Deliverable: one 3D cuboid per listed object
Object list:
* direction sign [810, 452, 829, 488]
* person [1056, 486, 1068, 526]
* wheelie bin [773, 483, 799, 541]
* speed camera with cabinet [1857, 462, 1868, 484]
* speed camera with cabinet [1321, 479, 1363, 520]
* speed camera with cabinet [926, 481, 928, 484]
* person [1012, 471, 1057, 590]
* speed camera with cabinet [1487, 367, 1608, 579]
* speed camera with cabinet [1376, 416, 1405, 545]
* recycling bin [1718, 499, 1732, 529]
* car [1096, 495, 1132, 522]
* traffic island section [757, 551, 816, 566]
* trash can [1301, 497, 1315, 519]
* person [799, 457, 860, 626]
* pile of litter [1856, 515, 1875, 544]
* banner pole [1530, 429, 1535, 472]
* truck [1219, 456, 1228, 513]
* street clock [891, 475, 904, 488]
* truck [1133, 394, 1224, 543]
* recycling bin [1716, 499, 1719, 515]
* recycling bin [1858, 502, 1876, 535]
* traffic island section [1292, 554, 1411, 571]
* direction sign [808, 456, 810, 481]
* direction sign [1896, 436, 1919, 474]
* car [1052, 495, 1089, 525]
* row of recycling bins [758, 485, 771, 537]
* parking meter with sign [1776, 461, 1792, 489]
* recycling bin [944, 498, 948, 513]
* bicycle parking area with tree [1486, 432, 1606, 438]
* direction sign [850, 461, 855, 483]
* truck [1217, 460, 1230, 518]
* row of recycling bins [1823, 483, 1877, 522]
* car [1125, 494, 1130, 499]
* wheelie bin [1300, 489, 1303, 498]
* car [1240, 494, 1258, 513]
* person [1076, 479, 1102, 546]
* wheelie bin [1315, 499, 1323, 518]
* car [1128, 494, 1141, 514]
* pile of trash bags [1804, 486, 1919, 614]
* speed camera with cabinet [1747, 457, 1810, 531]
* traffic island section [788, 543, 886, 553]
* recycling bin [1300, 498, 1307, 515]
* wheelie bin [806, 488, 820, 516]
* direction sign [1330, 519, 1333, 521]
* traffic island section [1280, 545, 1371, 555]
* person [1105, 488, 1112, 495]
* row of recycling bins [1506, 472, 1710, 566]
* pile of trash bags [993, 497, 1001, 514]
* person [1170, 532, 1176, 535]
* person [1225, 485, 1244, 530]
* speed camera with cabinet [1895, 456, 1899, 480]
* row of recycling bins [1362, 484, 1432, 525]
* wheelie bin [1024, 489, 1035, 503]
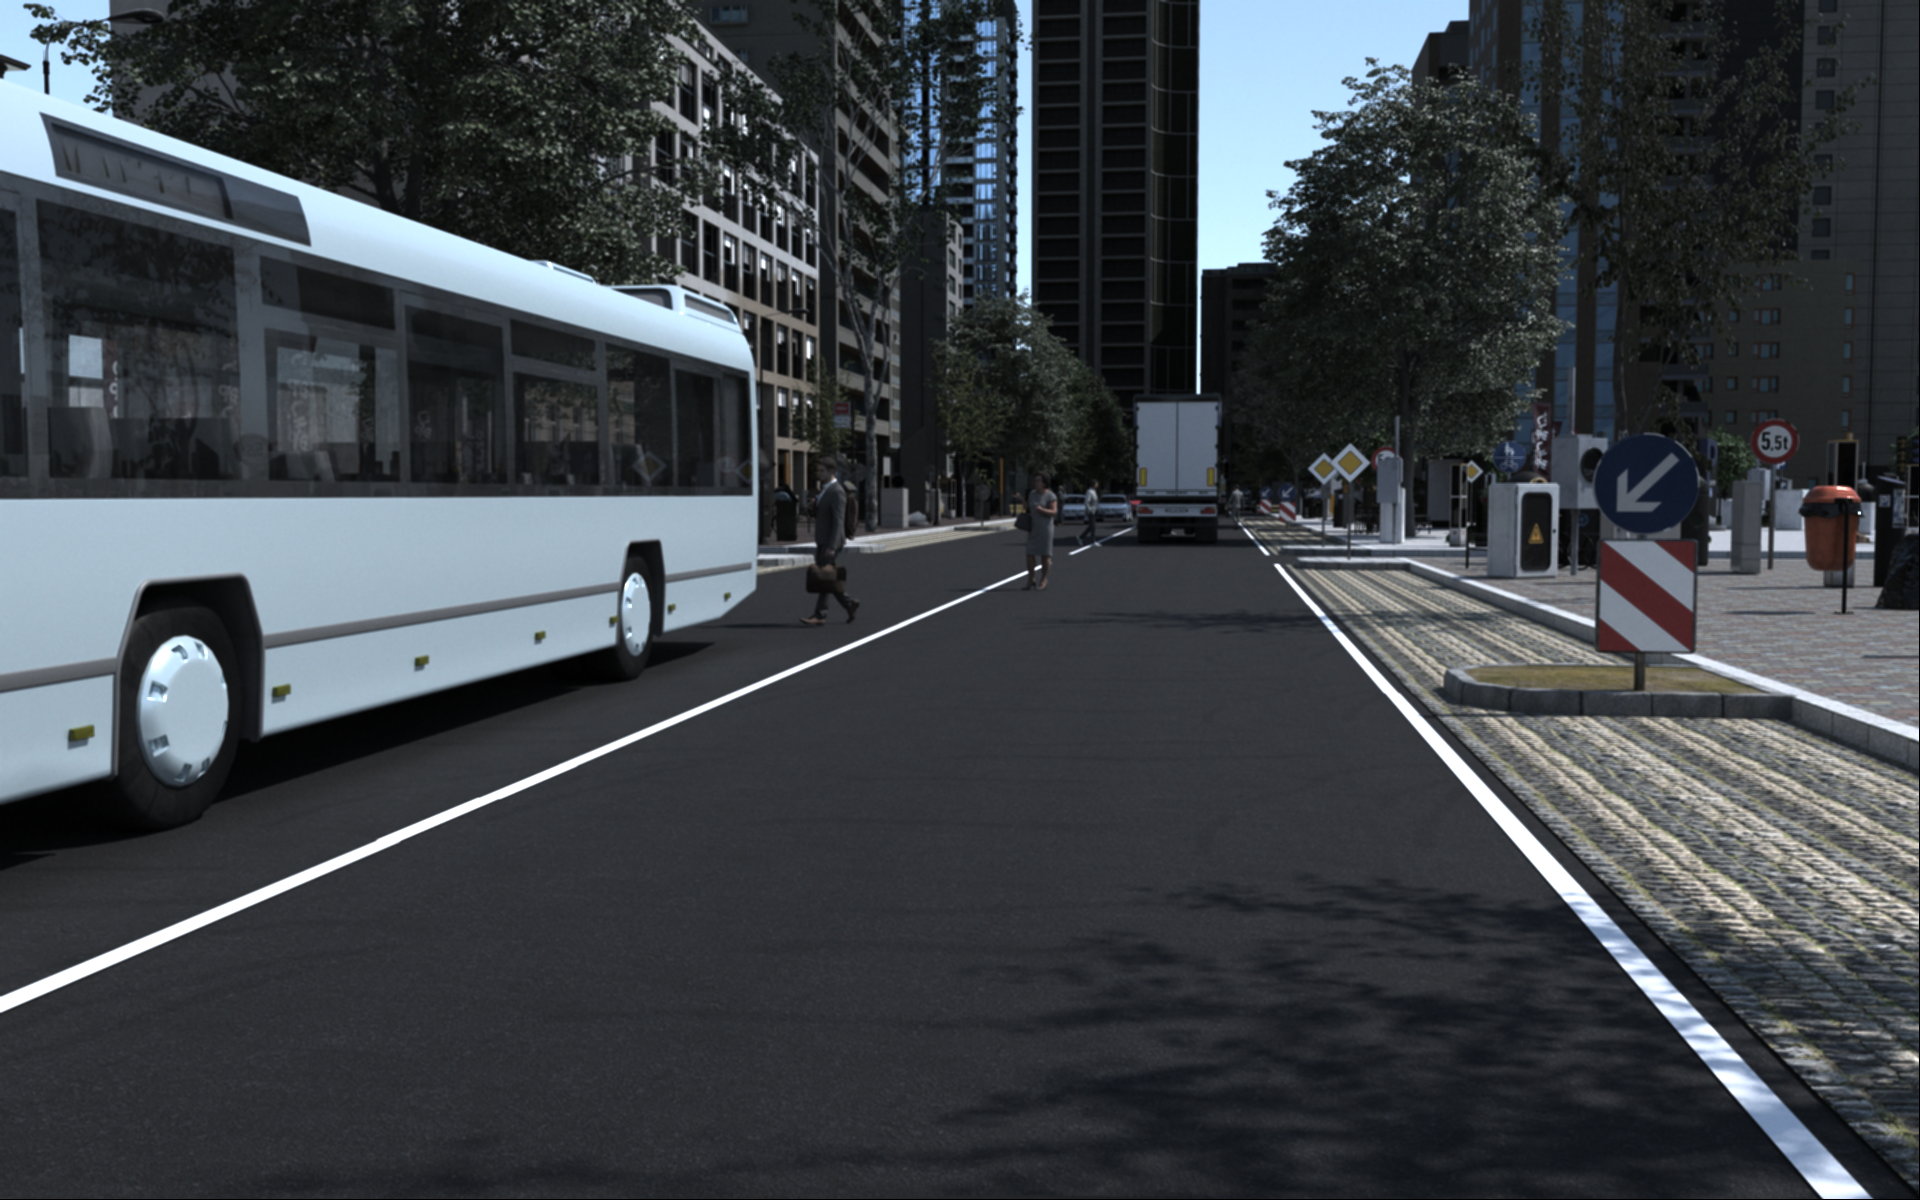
[{"bbox_3d":[-7.476,-6.196,93.309,0.876,3.537,0.379,-1,4,-23],"label":"direction sign"},{"bbox_3d":[4.586,-4.231,77.855,0.590,1.801,0.661,0,4,-8],"label":"person"},{"bbox_3d":[-4.764,-2.413,47.353,0.693,1.594,0.980,0,4,-8],"label":"wheelie bin"},{"bbox_3d":[55.815,-6.961,108.156,0.660,3.252,2.038,0,4,-3],"label":"speed camera with cabinet"},{"bbox_3d":[18.814,-5.554,85.145,2.038,3.252,0.660,0,4,4],"label":"speed camera with cabinet"},{"bbox_3d":[-2.844,-6.299,97.324,2.038,3.252,0.660,2,4,24],"label":"speed camera with cabinet"},{"bbox_3d":[1.077,-1.038,25.837,0.716,1.782,0.532,3,4,38],"label":"person"},{"bbox_3d":[9.049,-1.975,26.622,2.038,3.252,0.660,-2,4,-30],"label":"speed camera with cabinet"},{"bbox_3d":[11.099,-3.075,44.612,0.660,3.252,2.038,1,4,19],"label":"speed camera with cabinet"},{"bbox_3d":[28.326,-3.107,63.349,0.722,1.027,0.722,3,5,41],"label":"recycling bin"},{"bbox_3d":[7.999,-4.790,90.324,2.014,1.417,4.499,1,4,9],"label":"car"},{"bbox_3d":[-4.168,-0.807,35.474,2.009,0.180,2.903,1,4,8],"label":"traffic island section"},{"bbox_3d":[18.121,-4.803,90.187,0.748,1.137,0.748,0,3,0],"label":"trash can"},{"bbox_3d":[-1.390,-0.636,18.870,0.822,1.834,0.622,-2,4,-31],"label":"person"},{"bbox_3d":[23.270,-1.923,45.404,1.176,0.858,1.719,-2,4,-24],"label":"pile of litter"},{"bbox_3d":[19.713,-4.207,58.801,0.863,3.779,0.401,-1,4,-12],"label":"banner pole"},{"bbox_3d":[19.114,-8.805,132.867,2.839,4.237,11.283,0,4,7],"label":"truck"},{"bbox_3d":[-2.407,-3.815,66.947,0.471,2.002,0.358,-1,4,-14],"label":"street clock"},{"bbox_3d":[6.865,-3.988,54.117,2.839,4.237,11.283,0,4,8],"label":"truck"},{"bbox_3d":[41.833,-5.027,94.739,0.722,1.027,0.722,3,5,44],"label":"recycling bin"},{"bbox_3d":[28.412,-2.574,54.641,0.722,1.027,0.722,3,4,38],"label":"recycling bin"},{"bbox_3d":[7.599,-0.702,33.757,2.009,0.180,2.903,1,4,8],"label":"traffic island section"},{"bbox_3d":[-8.619,-6.802,103.208,0.876,3.537,0.379,1,4,21],"label":"direction sign"},{"bbox_3d":[37.153,-4.640,67.868,0.876,3.537,0.379,1,4,22],"label":"direction sign"},{"bbox_3d":[5.375,-4.323,82.687,2.014,1.417,4.499,0,4,7],"label":"car"},{"bbox_3d":[-7.275,-2.671,50.791,3.534,1.692,1.069,-1,4,-23],"label":"row of recycling bins"},{"bbox_3d":[40.679,-5.446,85.296,0.543,3.016,1.738,3,5,43],"label":"parking meter with sign"},{"bbox_3d":[-0.630,-6.418,117.482,0.722,1.027,0.722,1,4,21],"label":"recycling bin"},{"bbox_3d":[27.044,-5.715,80.437,8.231,4.147,9.016,1,4,19],"label":"bicycle parking area with tree"},{"bbox_3d":[-7.484,-7.667,117.357,0.876,3.537,0.379,2,4,35],"label":"direction sign"},{"bbox_3d":[10.122,-4.931,76.540,3.469,3.379,9.791,1,4,9],"label":"truck"},{"bbox_3d":[33.009,-3.468,63.817,1.069,1.692,3.534,-1,4,-14],"label":"row of recycling bins"},{"bbox_3d":[12.614,-7.018,126.549,2.131,1.459,4.920,1,4,9],"label":"car"},{"bbox_3d":[22.046,-6.235,109.858,0.980,1.594,0.693,1,4,21],"label":"wheelie bin"},{"bbox_3d":[21.735,-7.486,132.179,2.009,1.686,4.222,1,4,8],"label":"car"},{"bbox_3d":[3.544,-2.405,47.667,0.795,1.843,0.661,1,4,23],"label":"person"},{"bbox_3d":[19.487,-5.258,93.872,0.980,1.594,0.693,-1,4,-11],"label":"wheelie bin"},{"bbox_3d":[11.689,-6.326,112.469,2.155,1.783,4.494,0,4,7],"label":"car"},{"bbox_3d":[10.827,-0.561,18.921,3.447,1.369,1.912,0,4,-8],"label":"pile of trash bags"},{"bbox_3d":[29.124,-4.115,61.621,0.660,3.252,2.038,-3,4,-36],"label":"speed camera with cabinet"},{"bbox_3d":[-3.013,-1.290,43.376,2.009,0.180,2.903,1,4,8],"label":"traffic island section"},{"bbox_3d":[20.918,-5.603,104.163,0.722,1.027,0.722,2,4,30],"label":"recycling bin"},{"bbox_3d":[-8.209,-5.474,97.414,0.980,1.594,0.693,3,4,37],"label":"wheelie bin"},{"bbox_3d":[17.742,-5.506,82.024,0.876,3.537,0.379,0,4,-5],"label":"direction sign"},{"bbox_3d":[8.753,-1.185,41.658,2.009,0.180,2.903,1,4,8],"label":"traffic island section"},{"bbox_3d":[9.772,-6.495,114.471,0.659,1.850,0.755,-1,4,-12],"label":"person"},{"bbox_3d":[11.722,-1.495,31.561,3.534,1.692,1.069,1,4,14],"label":"row of recycling bins"},{"bbox_3d":[1.702,-6.081,109.172,1.912,1.369,3.447,1,4,15],"label":"pile of trash bags"},{"bbox_3d":[7.330,-3.218,61.096,0.573,1.828,0.580,2,4,29],"label":"person"},{"bbox_3d":[11.077,-3.732,69.645,0.709,1.813,0.853,-2,4,-27],"label":"person"},{"bbox_3d":[48.407,-5.849,89.973,0.660,3.252,2.038,2,4,31],"label":"speed camera with cabinet"},{"bbox_3d":[18.366,-3.986,72.289,1.069,1.692,3.534,-3,5,-42],"label":"row of recycling bins"},{"bbox_3d":[4.717,-6.594,115.712,0.980,1.594,0.693,1,4,15],"label":"wheelie bin"}]
